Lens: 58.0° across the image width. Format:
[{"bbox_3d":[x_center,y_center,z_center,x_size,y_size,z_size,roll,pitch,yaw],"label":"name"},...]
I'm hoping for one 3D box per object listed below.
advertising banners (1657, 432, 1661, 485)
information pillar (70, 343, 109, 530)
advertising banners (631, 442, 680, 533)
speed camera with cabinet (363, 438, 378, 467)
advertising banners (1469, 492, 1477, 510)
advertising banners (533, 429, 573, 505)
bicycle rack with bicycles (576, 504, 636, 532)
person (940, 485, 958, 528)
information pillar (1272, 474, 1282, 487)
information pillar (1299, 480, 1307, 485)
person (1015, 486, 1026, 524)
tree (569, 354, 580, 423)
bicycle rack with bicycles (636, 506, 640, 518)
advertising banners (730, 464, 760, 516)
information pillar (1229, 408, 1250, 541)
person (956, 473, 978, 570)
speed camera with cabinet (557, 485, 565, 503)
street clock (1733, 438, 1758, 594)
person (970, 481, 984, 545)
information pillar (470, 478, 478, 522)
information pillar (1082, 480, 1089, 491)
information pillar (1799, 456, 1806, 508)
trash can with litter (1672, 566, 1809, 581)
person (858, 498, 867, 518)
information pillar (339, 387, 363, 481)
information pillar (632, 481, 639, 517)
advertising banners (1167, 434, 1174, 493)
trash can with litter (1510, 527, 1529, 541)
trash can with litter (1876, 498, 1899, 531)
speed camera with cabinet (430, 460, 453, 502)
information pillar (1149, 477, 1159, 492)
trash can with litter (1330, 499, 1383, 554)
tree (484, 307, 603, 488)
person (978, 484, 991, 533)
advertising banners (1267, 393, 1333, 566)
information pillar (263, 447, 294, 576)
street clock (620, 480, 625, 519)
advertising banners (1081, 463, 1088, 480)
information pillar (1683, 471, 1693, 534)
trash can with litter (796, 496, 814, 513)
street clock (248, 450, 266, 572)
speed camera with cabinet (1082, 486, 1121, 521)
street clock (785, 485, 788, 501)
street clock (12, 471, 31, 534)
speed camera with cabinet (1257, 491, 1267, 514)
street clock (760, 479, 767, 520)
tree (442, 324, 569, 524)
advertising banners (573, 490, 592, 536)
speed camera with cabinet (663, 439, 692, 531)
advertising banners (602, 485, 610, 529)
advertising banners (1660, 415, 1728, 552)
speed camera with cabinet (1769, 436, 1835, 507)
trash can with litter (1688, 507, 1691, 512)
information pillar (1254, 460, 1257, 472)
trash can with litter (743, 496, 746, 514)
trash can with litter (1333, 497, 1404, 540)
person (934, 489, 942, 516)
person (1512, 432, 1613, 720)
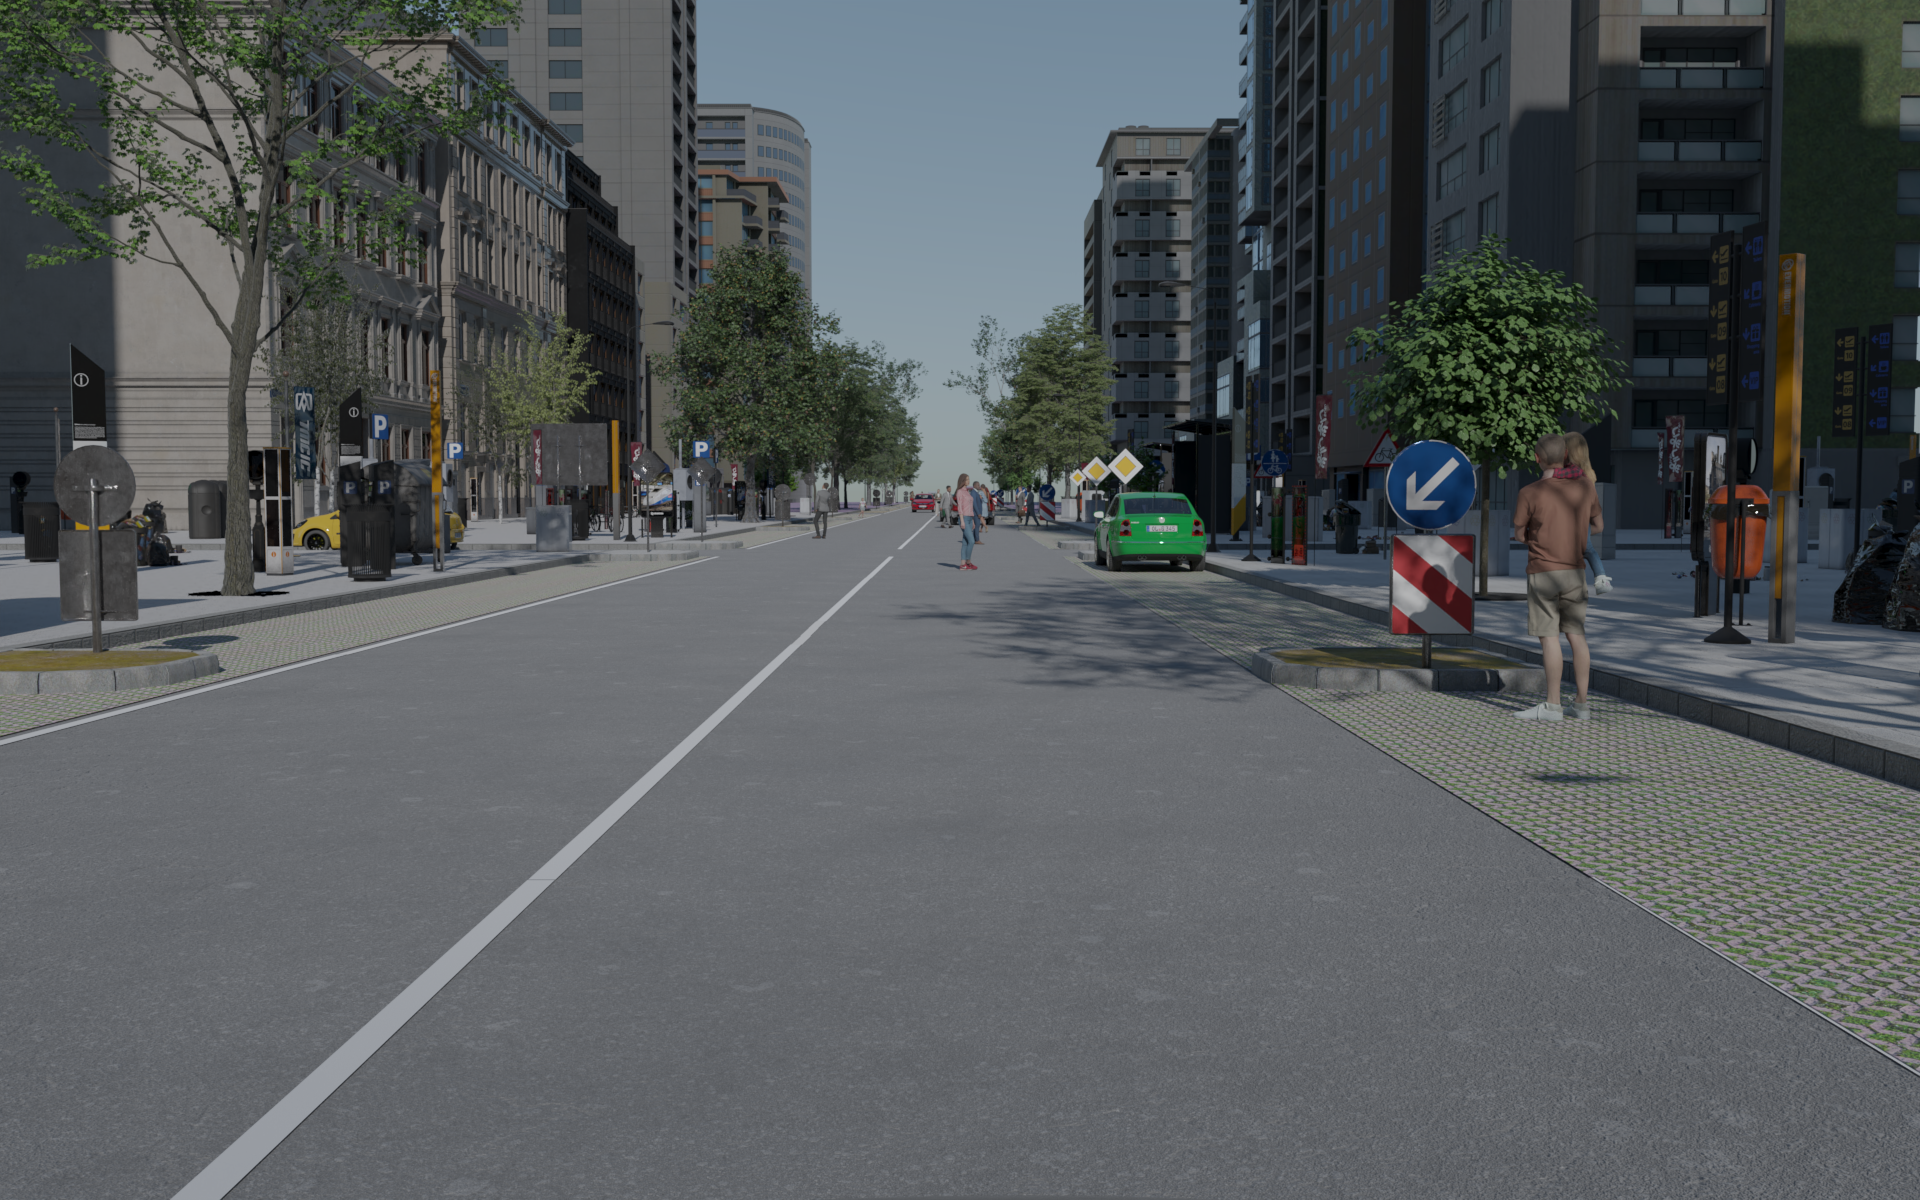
[{"bbox_3d":[20.403,-3.279,49.796,0.090,3.025,2.074,3,5,43],"label":"advertising banners"},{"bbox_3d":[-13.633,-2.188,27.124,0.504,3.616,0.183,-2,4,-30],"label":"information pillar"},{"bbox_3d":[-10.144,-3.749,57.486,2.074,3.025,0.090,2,4,32],"label":"advertising banners"},{"bbox_3d":[-15.962,-3.162,46.033,0.660,3.252,2.038,-2,4,-30],"label":"speed camera with cabinet"},{"bbox_3d":[17.776,-3.915,60.204,0.090,3.025,2.074,2,4,26],"label":"advertising banners"},{"bbox_3d":[-10.942,-3.065,46.294,0.090,3.025,2.074,-3,4,-38],"label":"advertising banners"},{"bbox_3d":[-12.768,-2.762,58.534,2.852,0.926,2.925,-1,4,-23],"label":"bicycle rack with bicycles"},{"bbox_3d":[-0.518,-3.896,72.472,0.850,1.792,0.678,3,5,40],"label":"person"},{"bbox_3d":[15.516,-5.705,84.625,0.504,3.616,0.183,-1,4,-10],"label":"information pillar"},{"bbox_3d":[17.884,-5.259,90.475,0.304,2.012,0.304,-1,4,-22],"label":"information pillar"},{"bbox_3d":[2.922,-4.604,83.743,0.622,1.834,0.822,2,4,35],"label":"person"},{"bbox_3d":[-20.028,-8.096,82.737,4.360,8.622,3.978,0,3,0],"label":"tree"},{"bbox_3d":[-18.214,-4.926,93.920,2.925,0.926,2.852,0,4,-5],"label":"bicycle rack with bicycles"},{"bbox_3d":[-12.556,-6.426,101.250,2.074,3.025,0.090,-3,5,-41],"label":"advertising banners"},{"bbox_3d":[7.582,-3.411,47.130,0.504,3.616,0.183,-3,4,-38],"label":"information pillar"},{"bbox_3d":[0.113,-1.472,32.571,0.388,1.821,0.555,1,4,11],"label":"person"},{"bbox_3d":[-20.880,-5.869,90.289,0.660,3.252,2.038,2,4,33],"label":"speed camera with cabinet"},{"bbox_3d":[10.081,-1.086,22.325,0.358,2.002,0.471,3,5,41],"label":"street clock"},{"bbox_3d":[0.463,-2.494,49.453,0.419,1.800,0.721,0,4,-5],"label":"person"},{"bbox_3d":[-22.262,-4.580,79.372,0.304,2.012,0.304,-1,4,-9],"label":"information pillar"},{"bbox_3d":[6.544,-5.252,90.357,0.304,2.012,0.304,2,4,25],"label":"information pillar"},{"bbox_3d":[16.068,-1.769,33.416,0.304,2.012,0.304,0,4,-6],"label":"information pillar"},{"bbox_3d":[11.709,-0.941,26.438,1.678,1.210,2.233,0,4,-4],"label":"trash can with litter"},{"bbox_3d":[-5.800,-5.497,103.397,0.505,1.210,0.382,-2,4,-26],"label":"person"},{"bbox_3d":[-13.304,-2.848,37.927,0.504,3.616,0.183,0,4,2],"label":"information pillar"},{"bbox_3d":[-18.144,-5.648,96.838,0.304,2.012,0.304,0,4,-2],"label":"information pillar"},{"bbox_3d":[6.115,-3.304,50.204,0.090,3.025,2.074,1,4,10],"label":"advertising banners"},{"bbox_3d":[15.691,-2.198,46.989,1.678,1.210,2.233,-3,5,-42],"label":"trash can with litter"},{"bbox_3d":[26.418,-2.292,48.856,1.055,1.170,0.624,-1,4,-22],"label":"trash can with litter"},{"bbox_3d":[-14.799,-3.322,48.657,0.660,3.252,2.038,0,3,0],"label":"speed camera with cabinet"},{"bbox_3d":[6.602,-3.354,59.332,0.304,2.012,0.304,-3,5,-44],"label":"information pillar"},{"bbox_3d":[8.530,-1.580,37.226,1.055,1.170,0.624,0,4,-7],"label":"trash can with litter"},{"bbox_3d":[-16.122,-7.156,67.361,4.737,8.622,4.395,0,3,0],"label":"tree"},{"bbox_3d":[0.902,-3.408,64.308,0.616,1.811,0.778,-2,4,-28],"label":"person"},{"bbox_3d":[6.109,-2.139,31.155,0.090,3.025,2.074,-1,4,-20],"label":"advertising banners"},{"bbox_3d":[-10.719,-1.391,27.241,0.304,2.012,0.304,1,4,15],"label":"information pillar"},{"bbox_3d":[-17.524,-5.220,89.918,0.358,2.002,0.471,0,4,-3],"label":"street clock"},{"bbox_3d":[7.507,-6.110,96.089,0.090,3.025,2.074,-3,5,-45],"label":"advertising banners"},{"bbox_3d":[23.324,-3.106,55.276,0.304,2.012,0.304,-2,4,-27],"label":"information pillar"},{"bbox_3d":[-10.378,-6.564,118.376,1.678,1.210,2.233,0,4,-4],"label":"trash can with litter"},{"bbox_3d":[-11.549,-1.464,28.514,0.471,2.002,0.358,0,4,-2],"label":"street clock"},{"bbox_3d":[6.772,-5.405,82.707,2.038,3.252,0.660,-3,4,-37],"label":"speed camera with cabinet"},{"bbox_3d":[-9.701,-5.582,95.840,0.471,2.002,0.358,-1,4,-12],"label":"street clock"},{"bbox_3d":[-29.857,-3.094,55.149,0.471,2.002,0.358,0,4,2],"label":"street clock"},{"bbox_3d":[14.363,-5.663,86.928,2.038,3.252,0.660,0,4,6],"label":"speed camera with cabinet"},{"bbox_3d":[-9.664,-4.934,85.235,0.358,2.002,0.471,1,4,16],"label":"street clock"},{"bbox_3d":[-19.857,-7.568,74.101,4.360,8.622,3.978,0,3,0],"label":"tree"},{"bbox_3d":[-11.976,-3.466,52.861,2.074,3.025,0.090,3,4,38],"label":"advertising banners"},{"bbox_3d":[-10.200,-4.125,61.781,0.660,3.252,2.038,2,4,25],"label":"speed camera with cabinet"},{"bbox_3d":[-12.951,-4.103,63.279,0.090,3.025,2.074,0,4,-5],"label":"advertising banners"},{"bbox_3d":[16.188,-2.543,37.760,0.090,3.025,2.074,-2,4,-26],"label":"advertising banners"},{"bbox_3d":[28.656,-3.951,58.927,2.038,3.252,0.660,0,4,-8],"label":"speed camera with cabinet"},{"bbox_3d":[20.750,-2.232,47.879,1.055,1.170,0.624,0,4,4],"label":"trash can with litter"},{"bbox_3d":[13.064,-5.275,77.593,0.504,3.616,0.183,2,4,25],"label":"information pillar"},{"bbox_3d":[-12.511,-5.400,99.684,0.624,1.170,1.055,-2,4,-31],"label":"trash can with litter"},{"bbox_3d":[11.766,-2.334,49.215,2.233,1.210,1.678,1,4,19],"label":"trash can with litter"},{"bbox_3d":[-1.387,-6.298,112.018,0.519,1.759,0.362,0,4,-7],"label":"person"},{"bbox_3d":[3.840,-0.156,11.031,0.573,1.828,0.580,2,4,31],"label":"person"}]
